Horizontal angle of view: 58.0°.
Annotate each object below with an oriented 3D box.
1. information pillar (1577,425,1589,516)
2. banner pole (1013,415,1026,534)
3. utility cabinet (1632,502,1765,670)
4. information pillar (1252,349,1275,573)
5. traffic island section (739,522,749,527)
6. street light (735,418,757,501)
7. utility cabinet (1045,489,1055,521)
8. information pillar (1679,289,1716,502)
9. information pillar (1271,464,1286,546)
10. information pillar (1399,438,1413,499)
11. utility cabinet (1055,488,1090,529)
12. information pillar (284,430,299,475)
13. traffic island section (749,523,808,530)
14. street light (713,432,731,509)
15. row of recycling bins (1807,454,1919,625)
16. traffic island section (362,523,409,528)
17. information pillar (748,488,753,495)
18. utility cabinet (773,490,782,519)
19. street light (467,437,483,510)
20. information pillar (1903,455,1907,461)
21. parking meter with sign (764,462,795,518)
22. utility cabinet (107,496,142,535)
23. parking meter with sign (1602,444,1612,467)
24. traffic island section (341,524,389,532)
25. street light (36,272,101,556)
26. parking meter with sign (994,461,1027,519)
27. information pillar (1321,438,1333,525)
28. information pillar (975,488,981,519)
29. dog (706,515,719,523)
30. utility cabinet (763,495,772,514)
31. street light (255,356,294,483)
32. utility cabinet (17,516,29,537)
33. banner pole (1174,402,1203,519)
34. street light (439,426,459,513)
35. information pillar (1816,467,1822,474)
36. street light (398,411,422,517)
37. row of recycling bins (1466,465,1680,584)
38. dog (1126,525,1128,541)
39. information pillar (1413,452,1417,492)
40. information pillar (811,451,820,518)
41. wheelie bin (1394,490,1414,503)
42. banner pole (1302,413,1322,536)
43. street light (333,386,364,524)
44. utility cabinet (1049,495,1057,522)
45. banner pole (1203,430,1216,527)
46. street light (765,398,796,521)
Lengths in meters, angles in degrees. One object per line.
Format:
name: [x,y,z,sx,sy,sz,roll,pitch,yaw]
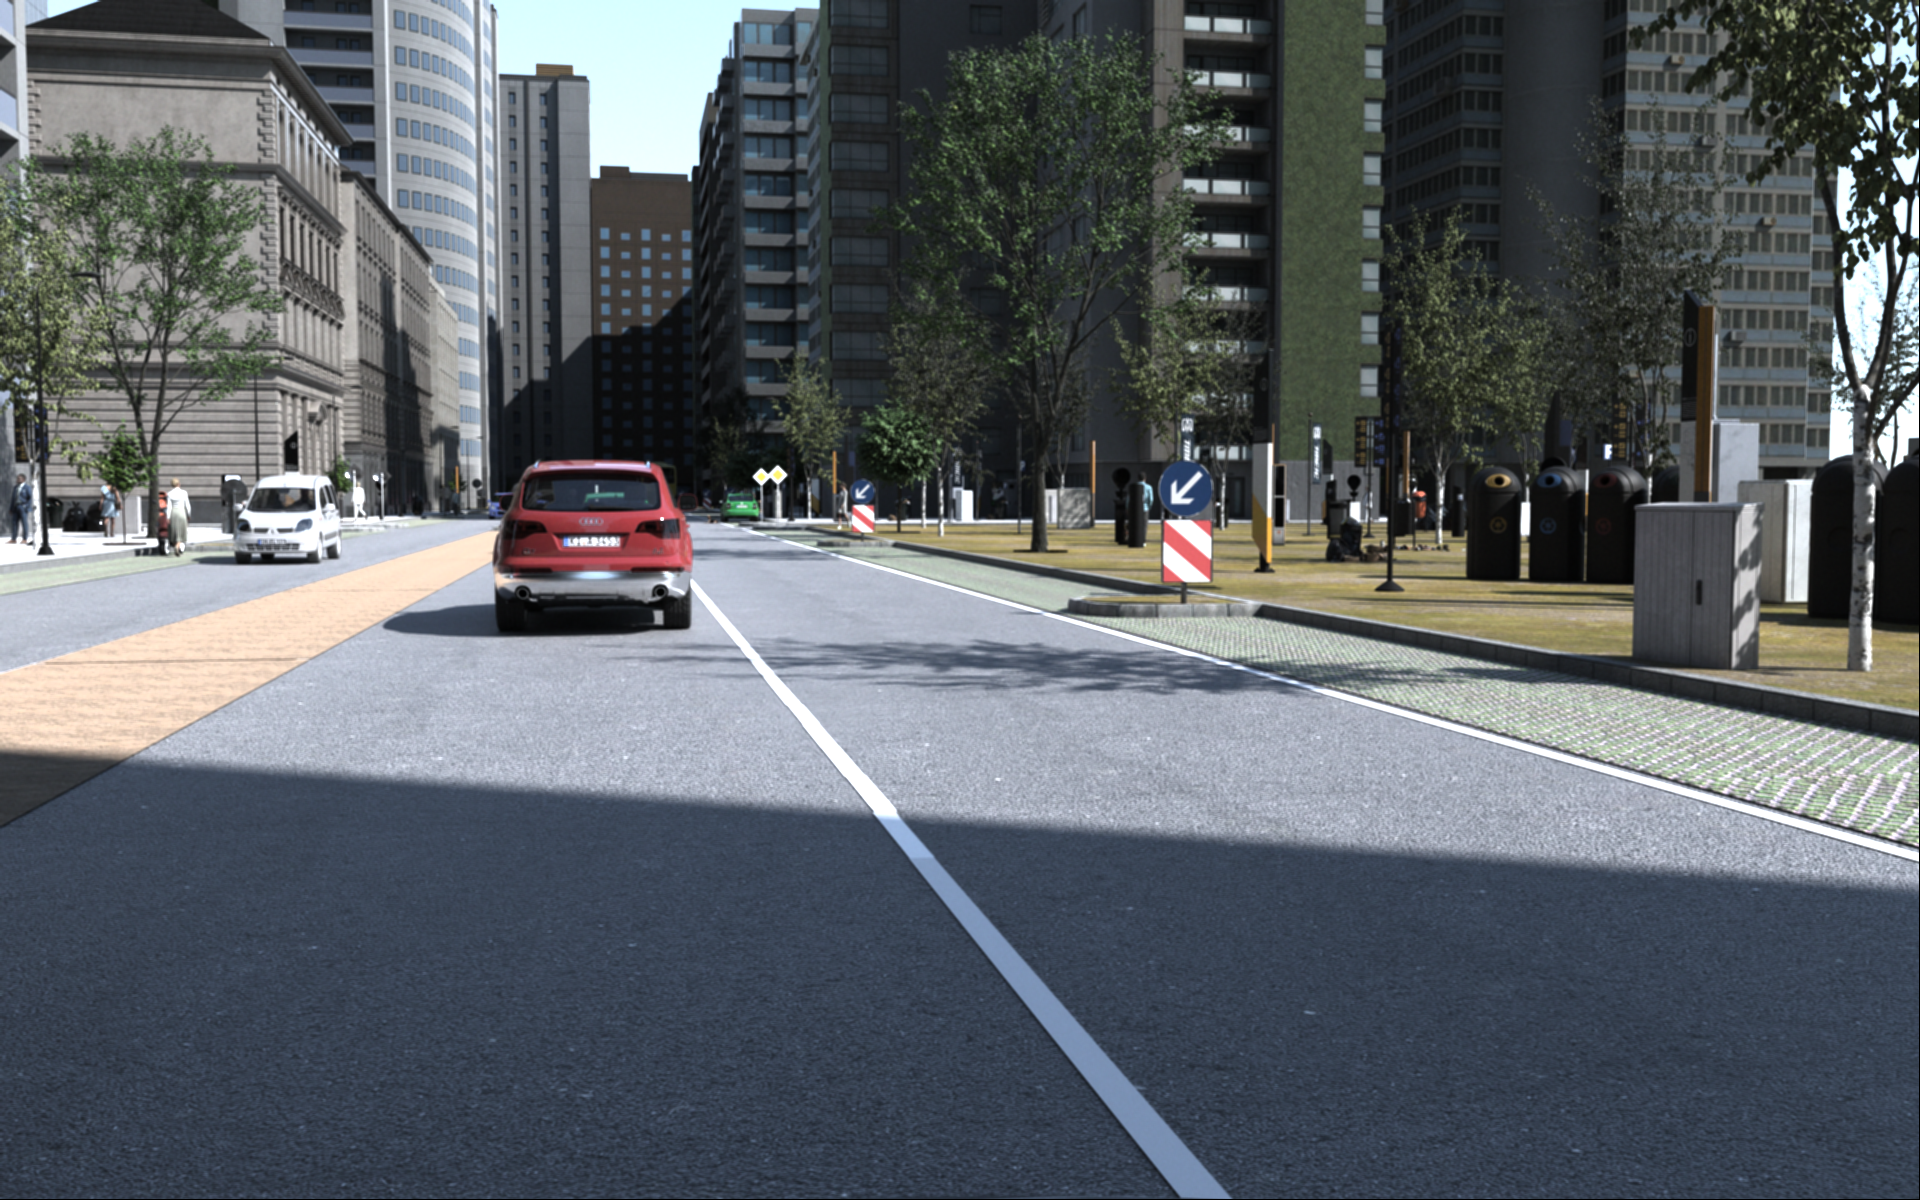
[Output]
information pillar: [21.078,-4.118,58.681,0.183,3.616,0.504,-1,4,-22]
banner pole: [1.874,-3.999,55.395,0.401,3.779,0.863,0,4,-5]
utility cabinet: [5.546,-0.117,13.080,0.306,1.237,1.020,-1,4,-20]
information pillar: [4.957,-2.262,28.340,0.183,3.616,0.504,-1,4,-22]
traffic island section: [-8.801,-3.362,77.257,2.009,0.180,2.903,-1,4,-11]
street light: [-13.050,-8.169,106.110,1.470,5.913,1.316,-1,4,-11]
utility cabinet: [4.135,-4.479,81.911,1.173,1.500,0.318,-1,4,-20]
information pillar: [8.338,-1.730,19.644,0.183,3.616,0.504,-1,4,-12]
information pillar: [7.935,-2.363,43.132,0.304,2.012,0.304,0,4,3]
information pillar: [18.588,-4.965,72.540,0.183,3.616,0.504,-3,4,-37]
utility cabinet: [4.156,-3.338,63.256,1.173,1.500,0.318,-1,4,-13]
information pillar: [-24.551,-4.425,63.705,0.504,3.616,0.183,0,4,-7]
traffic island section: [-7.249,-2.883,69.423,2.009,0.180,2.903,-1,4,-11]
street light: [-17.659,-9.572,129.040,1.470,5.913,1.316,-1,4,-11]
row of recycling bins: [9.894,-0.593,16.801,1.069,1.692,3.534,-2,4,-29]
traffic island section: [-24.734,-3.170,74.116,2.009,0.180,2.903,-1,4,-11]
information pillar: [-15.021,-8.122,124.146,0.183,3.616,0.504,3,4,37]
utility cabinet: [-9.449,-4.961,89.787,0.318,1.500,1.173,-1,4,-12]
street light: [-39.463,-10.298,140.917,1.470,5.913,1.316,-1,4,-11]
information pillar: [17.931,-1.722,32.644,0.304,2.012,0.304,1,4,21]
parking meter with sign: [-9.808,-5.969,93.862,1.738,3.016,0.543,2,4,26]
utility cabinet: [-26.583,-2.682,55.014,1.020,1.237,0.306,0,4,-4]
parking meter with sign: [22.753,-3.866,59.468,0.543,3.016,1.738,-1,4,-11]
traffic island section: [-23.182,-2.691,66.283,2.009,0.180,2.903,-1,4,-11]
street light: [-18.635,-3.895,36.231,1.470,5.913,1.316,-1,4,-11]
parking meter with sign: [2.595,-5.718,89.745,1.738,3.016,0.543,-2,4,-32]
information pillar: [15.443,-4.983,72.829,0.183,3.616,0.504,-3,5,-41]
information pillar: [0.960,-6.066,90.539,0.183,3.616,0.504,1,4,19]
dog: [-12.135,-3.956,84.869,0.748,0.427,0.550,3,4,36]
utility cabinet: [-11.884,-5.986,109.026,1.020,1.237,0.306,1,4,12]
street light: [-23.152,-5.254,58.445,1.470,5.913,1.316,-1,4,-11]
utility cabinet: [-28.588,-2.543,52.736,0.306,1.237,1.020,-1,4,-23]
banner pole: [6.098,-3.513,47.461,0.863,3.779,0.401,-2,4,-30]
street light: [-35.052,-8.947,118.832,1.470,5.913,1.316,-1,4,-11]
information pillar: [50.198,-6.718,101.190,0.504,3.616,0.183,1,4,14]
street light: [-30.703,-7.596,96.736,1.470,5.913,1.316,-1,4,-11]
row of recycling bins: [9.144,-1.118,25.389,3.534,1.692,1.069,3,5,39]
dog: [4.422,-1.782,45.963,0.406,0.507,0.540,-1,4,-17]
information pillar: [24.228,-6.192,92.592,0.504,3.616,0.183,-3,5,-44]
information pillar: [-7.847,-6.275,93.950,0.504,3.616,0.183,-2,4,-30]
wheelie bin: [19.063,-4.062,74.314,0.693,1.594,0.980,-1,4,-15]
banner pole: [10.946,-3.888,53.592,0.401,3.779,0.863,3,5,45]
street light: [-26.276,-6.229,74.383,1.470,5.913,1.316,-1,4,-11]
utility cabinet: [4.615,-4.188,79.633,1.020,1.237,0.306,-1,4,-18]
banner pole: [9.671,-4.731,67.370,0.863,3.779,0.401,2,4,30]
street light: [-8.675,-6.794,83.617,1.470,5.913,1.316,-1,4,-11]
